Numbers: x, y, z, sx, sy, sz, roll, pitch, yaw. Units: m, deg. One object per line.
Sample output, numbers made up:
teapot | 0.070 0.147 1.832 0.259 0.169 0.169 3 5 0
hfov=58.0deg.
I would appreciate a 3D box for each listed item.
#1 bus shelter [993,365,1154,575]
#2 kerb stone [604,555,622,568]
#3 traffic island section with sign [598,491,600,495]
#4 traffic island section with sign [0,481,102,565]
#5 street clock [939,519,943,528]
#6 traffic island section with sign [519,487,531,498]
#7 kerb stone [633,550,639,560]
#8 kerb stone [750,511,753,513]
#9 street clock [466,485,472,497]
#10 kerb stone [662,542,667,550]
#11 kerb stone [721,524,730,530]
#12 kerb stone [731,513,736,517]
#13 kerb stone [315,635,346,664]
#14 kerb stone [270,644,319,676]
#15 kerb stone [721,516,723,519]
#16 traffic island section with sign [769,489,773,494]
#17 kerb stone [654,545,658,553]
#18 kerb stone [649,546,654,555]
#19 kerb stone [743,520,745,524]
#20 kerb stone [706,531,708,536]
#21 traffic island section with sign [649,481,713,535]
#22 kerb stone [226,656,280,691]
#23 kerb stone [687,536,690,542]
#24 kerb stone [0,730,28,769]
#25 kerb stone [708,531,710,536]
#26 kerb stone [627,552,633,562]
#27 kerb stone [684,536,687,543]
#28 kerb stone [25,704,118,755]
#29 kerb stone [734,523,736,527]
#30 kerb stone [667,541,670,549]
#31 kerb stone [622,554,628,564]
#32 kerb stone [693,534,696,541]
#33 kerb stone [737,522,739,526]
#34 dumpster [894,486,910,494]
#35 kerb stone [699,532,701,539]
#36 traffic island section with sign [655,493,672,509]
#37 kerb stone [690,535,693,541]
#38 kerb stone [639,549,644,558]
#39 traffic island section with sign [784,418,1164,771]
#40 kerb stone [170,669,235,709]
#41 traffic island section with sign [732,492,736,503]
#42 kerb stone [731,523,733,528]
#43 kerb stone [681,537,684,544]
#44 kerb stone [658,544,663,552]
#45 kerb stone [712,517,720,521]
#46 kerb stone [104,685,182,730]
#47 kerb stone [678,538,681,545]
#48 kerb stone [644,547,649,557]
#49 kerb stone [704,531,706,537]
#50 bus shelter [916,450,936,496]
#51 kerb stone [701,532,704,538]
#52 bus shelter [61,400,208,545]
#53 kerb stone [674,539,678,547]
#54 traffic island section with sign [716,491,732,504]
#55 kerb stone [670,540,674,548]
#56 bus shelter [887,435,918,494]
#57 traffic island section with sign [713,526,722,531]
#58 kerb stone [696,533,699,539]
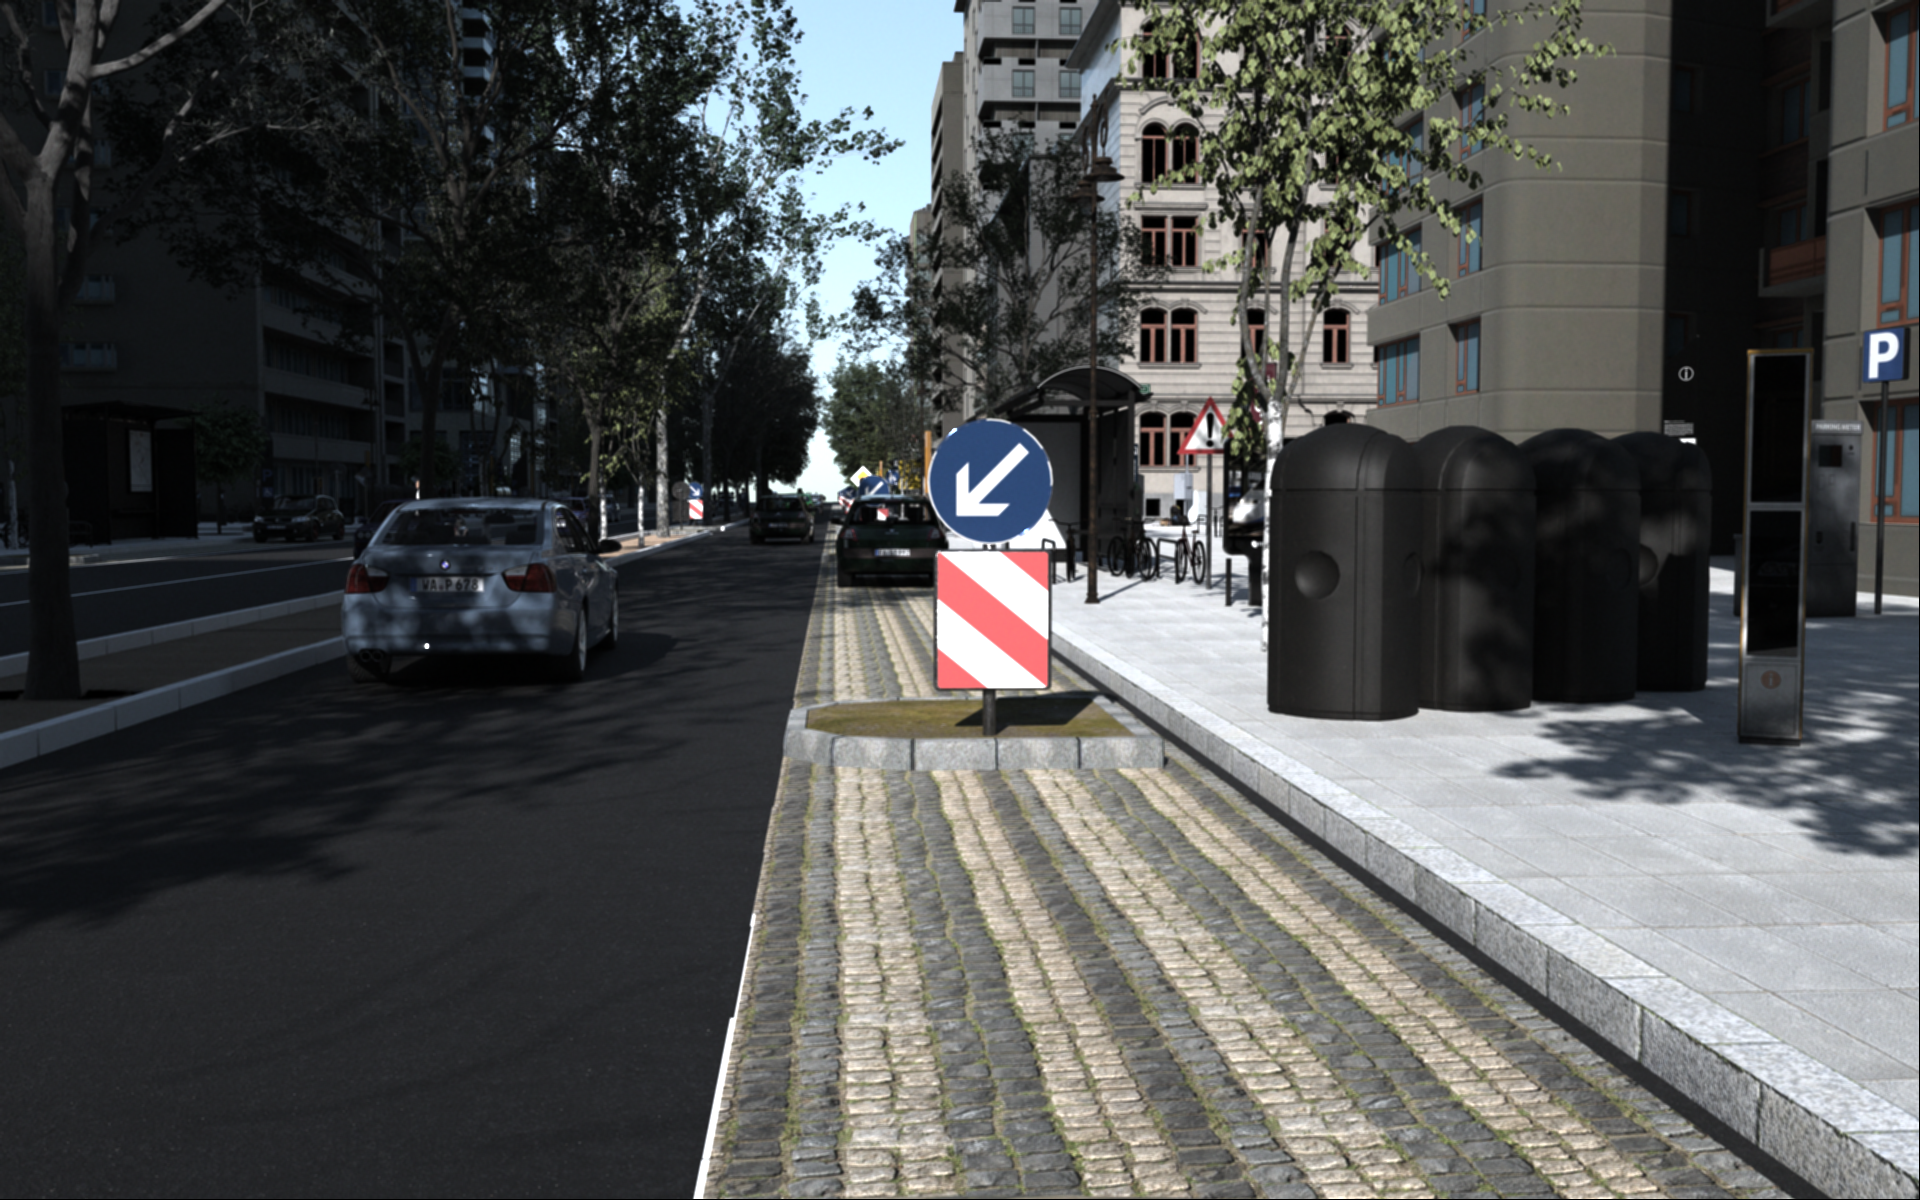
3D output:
bus shelter | 1.824 -2.201 29.904 2.014 3.302 5.546 0 4 -4
kerb stone | -6.920 -0.754 34.519 0.120 0.150 1.000 0 4 -4
traffic island section with sign | -24.844 -6.685 117.922 1.989 1.847 2.006 0 4 -4
traffic island section with sign | -18.877 -1.649 35.592 1.989 1.847 2.006 0 4 -4
street clock | -0.587 -3.082 54.962 0.358 2.002 0.471 2 4 28
traffic island section with sign | -22.894 -5.040 91.038 1.989 1.847 2.006 0 4 -4
kerb stone | -7.139 -0.940 37.580 0.120 0.150 1.000 0 4 -4
kerb stone | -16.675 -7.216 140.179 0.120 0.150 1.000 0 4 -4
street clock | -40.279 -8.415 142.161 0.471 2.002 0.358 -2 4 -25
kerb stone | -7.578 -1.316 43.705 0.120 0.150 1.000 0 4 -4
kerb stone | -9.470 -2.903 69.776 0.120 0.150 1.000 0 4 -4
kerb stone | -14.668 -5.526 112.576 0.120 0.150 1.000 0 4 -4
kerb stone | -5.508 0.438 15.095 0.120 0.150 1.000 0 4 -4
kerb stone | -5.442 0.497 14.069 0.120 0.150 1.000 0 4 -4
kerb stone | -13.567 -4.590 97.255 0.120 0.150 1.000 0 4 -4
traffic island section with sign | -15.884 -8.283 143.568 2.006 1.907 1.989 0 4 -4
kerb stone | -7.429 -1.190 41.660 0.120 0.150 1.000 0 4 -4
kerb stone | -7.356 -1.128 40.640 0.120 0.150 1.000 0 4 -4
kerb stone | -10.278 -3.593 81.016 0.120 0.150 1.000 0 4 -4
kerb stone | -8.622 -2.190 58.000 0.120 0.150 1.000 0 4 -4
traffic island section with sign | -9.920 -3.248 61.238 2.006 1.907 1.989 0 4 -4
kerb stone | -5.360 0.561 13.037 0.120 0.150 1.000 0 4 -4
kerb stone | -8.101 -1.752 50.861 0.120 0.150 1.000 0 4 -4
kerb stone | -5.060 0.812 8.948 0.120 0.150 1.000 0 4 -4
kerb stone | -8.687 -2.252 59.020 0.120 0.150 1.000 0 4 -4
kerb stone | -7.067 -0.879 36.560 0.120 0.150 1.000 0 4 -4
kerb stone | -8.031 -1.691 49.841 0.120 0.150 1.000 0 4 -4
kerb stone | -5.136 0.750 9.976 0.120 0.150 1.000 0 4 -4
kerb stone | -9.763 -3.160 73.853 0.120 0.150 1.000 0 4 -4
kerb stone | -7.655 -1.378 44.729 0.120 0.150 1.000 0 4 -4
kerb stone | -6.984 -0.816 35.540 0.120 0.150 1.000 0 4 -4
kerb stone | -8.243 -1.878 52.902 0.120 0.150 1.000 0 4 -4
kerb stone | -9.906 -3.283 75.904 0.120 0.150 1.000 0 4 -4
dumpster | -3.239 -6.255 104.760 1.502 2.255 1.985 0 4 -4
kerb stone | -8.398 -1.995 54.941 0.120 0.150 1.000 0 4 -4
traffic island section with sign | -28.463 -9.744 167.936 1.989 1.847 2.006 0 4 -4
kerb stone | -8.173 -1.816 51.880 0.120 0.150 1.000 0 4 -4
kerb stone | -7.207 -1.003 38.601 0.120 0.150 1.000 0 4 -4
traffic island section with sign | 0.002 -0.076 9.870 1.989 1.847 2.006 0 4 -4
kerb stone | -5.284 0.622 12.018 0.120 0.150 1.000 0 4 -4
traffic island section with sign | -36.386 -16.427 277.208 1.989 1.847 2.006 0 4 -4
kerb stone | -9.615 -3.035 71.815 0.120 0.150 1.000 0 4 -4
kerb stone | -7.953 -1.629 48.821 0.120 0.150 1.000 0 4 -4
kerb stone | -7.501 -1.251 42.686 0.120 0.150 1.000 0 4 -4
kerb stone | -13.414 -4.466 95.207 0.120 0.150 1.000 0 4 -4
kerb stone | -5.209 0.685 10.995 0.120 0.150 1.000 0 4 -4
kerb stone | -7.873 -1.565 47.801 0.120 0.150 1.000 0 4 -4
kerb stone | -7.288 -1.066 39.620 0.120 0.150 1.000 0 4 -4
kerb stone | -8.539 -2.128 56.981 0.120 0.150 1.000 0 4 -4
bus shelter | -0.934 -5.241 79.620 2.014 3.302 5.546 0 4 -4
kerb stone | -8.468 -2.061 55.961 0.120 0.150 1.000 0 4 -4
bus shelter | -22.074 -3.371 46.391 1.731 3.624 6.357 0 4 -4
kerb stone | -7.804 -1.503 46.777 0.120 0.150 1.000 0 4 -4
traffic island section with sign | -34.425 -14.783 250.324 1.989 1.847 2.006 0 4 -4
kerb stone | -7.729 -1.441 45.757 0.120 0.150 1.000 0 4 -4
bus shelter | -3.721 -8.338 113.951 2.179 5.291 8.768 0 4 -4
traffic island section with sign | -10.445 -3.700 68.626 2.006 1.907 1.989 0 4 -4
kerb stone | -8.314 -1.940 53.922 0.120 0.150 1.000 0 4 -4
